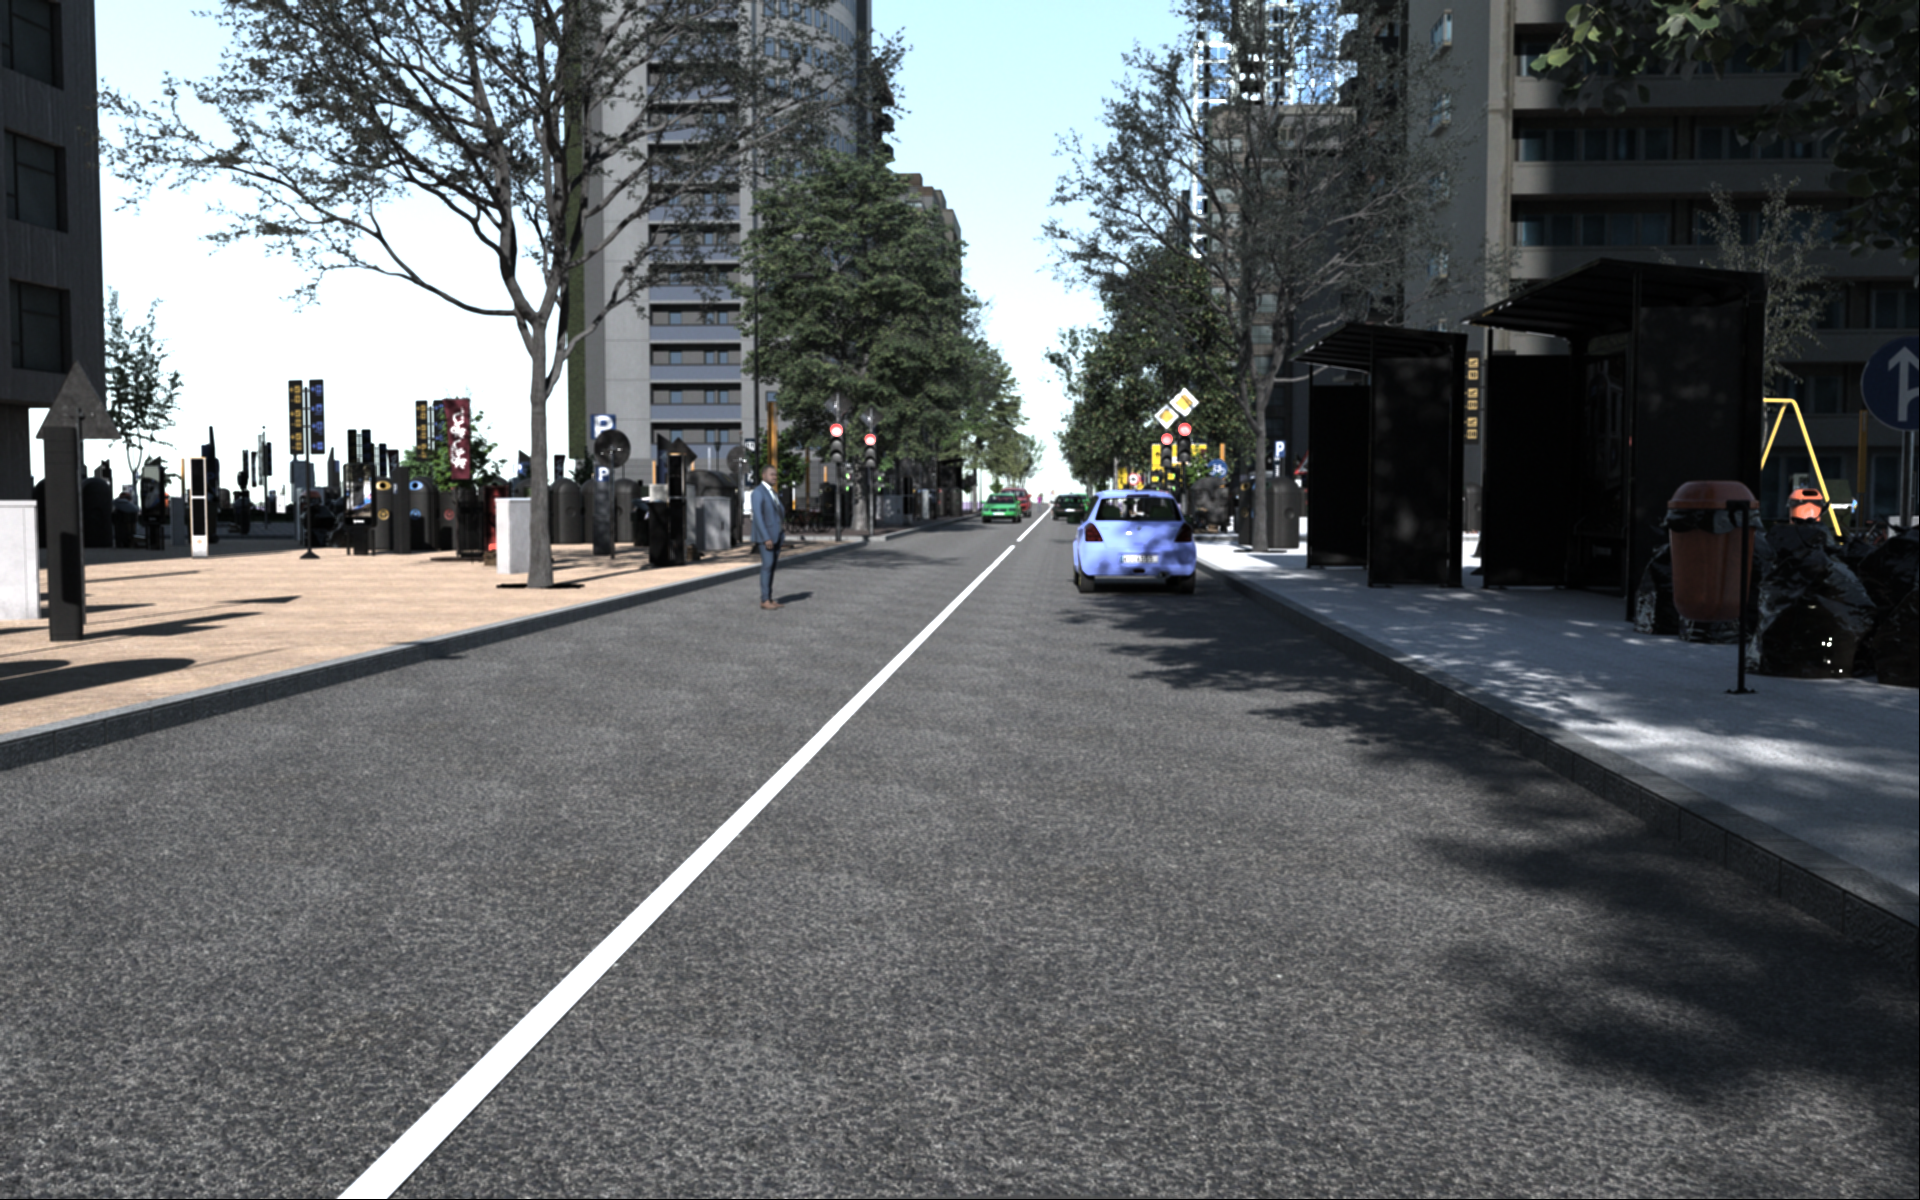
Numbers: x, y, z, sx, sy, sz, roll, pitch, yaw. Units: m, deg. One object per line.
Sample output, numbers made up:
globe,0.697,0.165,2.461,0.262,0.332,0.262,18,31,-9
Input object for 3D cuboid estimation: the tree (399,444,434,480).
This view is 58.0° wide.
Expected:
tree,-31.896,-7.306,103.170,4.285,4.588,4.351,0,3,0

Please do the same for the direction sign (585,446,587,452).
direction sign,-17.646,-5.495,81.833,0.379,3.537,0.876,0,4,-6

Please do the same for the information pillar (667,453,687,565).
information pillar,-5.125,-1.644,31.378,0.304,2.012,0.304,0,4,-1

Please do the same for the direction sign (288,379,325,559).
direction sign,-12.925,-2.589,34.322,0.876,3.537,0.379,1,4,23

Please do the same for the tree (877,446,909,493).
tree,-4.092,-8.048,115.297,4.285,4.588,4.351,0,3,0

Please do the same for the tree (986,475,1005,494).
tree,3.717,-10.865,172.239,1.663,3.219,1.824,0,3,0

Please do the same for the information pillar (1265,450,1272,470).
information pillar,16.402,-6.173,92.282,0.504,3.616,0.183,-2,4,-24

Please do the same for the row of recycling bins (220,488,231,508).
row of recycling bins,-51.022,-6.880,119.598,1.069,1.692,3.534,-2,4,-31

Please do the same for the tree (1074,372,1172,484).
tree,11.827,-11.457,121.729,8.767,10.594,7.601,-1,4,-16

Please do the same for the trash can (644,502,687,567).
trash can,-5.216,-1.167,30.742,0.748,1.137,0.748,0,3,0

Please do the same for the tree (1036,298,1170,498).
tree,12.984,-18.200,153.456,12.611,20.169,13.585,0,3,0

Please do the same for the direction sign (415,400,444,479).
direction sign,-12.737,-3.043,41.755,0.876,3.537,0.379,1,4,22

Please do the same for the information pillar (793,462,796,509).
information pillar,-9.954,-6.900,104.172,0.183,3.616,0.504,1,4,10

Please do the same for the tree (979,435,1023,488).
tree,3.979,-14.706,190.797,4.737,8.622,4.395,0,3,0

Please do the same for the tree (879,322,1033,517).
tree,-1.611,-10.606,99.166,9.928,11.665,9.643,0,3,0

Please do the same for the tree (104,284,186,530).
tree,-28.981,-6.743,60.607,4.737,8.622,4.395,0,3,0

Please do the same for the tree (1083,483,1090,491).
tree,21.869,-20.458,284.854,4.360,8.622,3.978,0,3,0

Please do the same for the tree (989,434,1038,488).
tree,7.239,-18.531,237.399,7.601,10.594,8.767,0,4,2

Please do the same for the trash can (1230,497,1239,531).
trash can,9.375,-2.798,57.402,0.748,1.137,0.748,0,3,0

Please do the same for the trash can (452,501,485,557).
trash can,-9.873,-1.428,35.007,0.748,1.137,0.748,0,3,0

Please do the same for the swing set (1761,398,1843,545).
swing set,12.438,-1.870,28.191,3.119,2.851,2.862,-1,4,-18

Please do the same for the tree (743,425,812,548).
tree,-4.383,-2.878,41.654,1.663,3.219,1.824,0,3,0

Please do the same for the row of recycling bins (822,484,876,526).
row of recycling bins,-4.499,-3.872,70.424,1.069,1.692,3.534,-2,4,-32

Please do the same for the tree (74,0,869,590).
tree,-5.735,-6.918,23.473,12.009,13.543,11.850,0,3,0

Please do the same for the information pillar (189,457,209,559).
information pillar,-15.155,-1.835,34.487,0.304,2.012,0.304,-1,4,-21

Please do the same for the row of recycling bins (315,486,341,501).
row of recycling bins,-46.649,-7.278,126.102,3.534,1.692,1.069,1,4,12

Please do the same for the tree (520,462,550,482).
tree,-22.338,-5.888,90.873,1.663,3.219,1.824,0,3,0

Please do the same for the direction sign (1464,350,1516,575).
direction sign,8.305,-2.166,27.405,0.876,3.537,0.379,1,4,10

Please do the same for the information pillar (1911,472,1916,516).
information pillar,31.324,-3.220,57.135,0.304,2.012,0.304,2,4,25

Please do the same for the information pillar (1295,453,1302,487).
information pillar,19.311,-6.579,98.919,0.504,3.616,0.183,-3,5,-41

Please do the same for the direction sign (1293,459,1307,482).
direction sign,21.972,-7.343,112.050,0.876,3.537,0.379,1,4,13

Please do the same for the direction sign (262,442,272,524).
direction sign,-30.033,-5.076,74.989,0.379,3.537,0.876,1,4,11

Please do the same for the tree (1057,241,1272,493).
tree,9.040,-9.766,76.682,9.611,12.733,9.660,0,3,0

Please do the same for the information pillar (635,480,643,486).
information pillar,-16.692,-5.235,90.092,0.304,2.012,0.304,-3,5,-41

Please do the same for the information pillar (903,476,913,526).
information pillar,-2.134,-4.048,70.683,0.304,2.012,0.304,2,4,27

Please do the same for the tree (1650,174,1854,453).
tree,17.904,-5.447,39.415,4.360,8.622,3.978,0,3,0

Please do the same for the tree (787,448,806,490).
tree,-12.173,-8.380,120.724,4.285,4.588,4.351,0,3,0

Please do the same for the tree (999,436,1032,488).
tree,6.041,-16.528,220.589,4.360,8.622,3.978,0,3,0

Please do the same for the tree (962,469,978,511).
tree,0.690,-8.538,134.196,1.663,3.219,1.824,0,3,0

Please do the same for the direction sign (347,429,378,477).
direction sign,-20.940,-4.187,60.454,0.876,3.537,0.379,1,4,10

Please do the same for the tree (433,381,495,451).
tree,-32.414,-9.927,112.664,4.360,8.622,3.978,0,3,0

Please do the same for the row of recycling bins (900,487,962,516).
row of recycling bins,-1.588,-5.753,101.179,3.534,1.692,1.069,1,4,10

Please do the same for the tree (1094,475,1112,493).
tree,13.857,-10.759,170.516,1.663,3.219,1.824,0,3,0

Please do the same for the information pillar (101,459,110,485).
information pillar,-56.844,-7.575,115.202,0.504,3.616,0.183,-3,5,-43

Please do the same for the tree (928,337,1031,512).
tree,1.489,-12.698,125.731,7.486,12.596,7.792,0,3,0

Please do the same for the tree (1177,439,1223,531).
tree,8.490,-4.073,61.203,1.663,3.219,1.824,0,3,0

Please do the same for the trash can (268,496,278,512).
trash can,-42.746,-5.862,107.491,0.748,1.137,0.748,0,3,0

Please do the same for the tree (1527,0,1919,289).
tree,4.927,-6.062,5.764,9.857,13.997,8.962,0,3,0

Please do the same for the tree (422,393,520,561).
tree,-9.681,-2.362,33.225,1.663,3.219,1.824,0,3,0

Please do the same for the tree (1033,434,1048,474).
tree,10.491,-22.172,288.259,9.928,11.665,9.643,0,3,0

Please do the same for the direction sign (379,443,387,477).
direction sign,-25.894,-5.197,76.974,0.876,3.537,0.379,-3,4,-36

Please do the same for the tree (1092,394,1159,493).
tree,11.734,-9.996,113.789,4.360,8.622,3.978,0,3,0

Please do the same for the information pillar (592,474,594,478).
information pillar,-13.170,-3.580,63.020,0.304,2.012,0.304,1,4,21

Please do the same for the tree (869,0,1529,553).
tree,6.523,-7.781,37.597,12.009,13.543,11.850,0,3,0

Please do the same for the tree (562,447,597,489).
tree,-15.324,-4.696,71.377,1.663,3.219,1.824,0,3,0

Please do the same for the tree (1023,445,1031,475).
tree,6.151,-15.550,204.604,4.737,8.622,4.395,0,3,0
